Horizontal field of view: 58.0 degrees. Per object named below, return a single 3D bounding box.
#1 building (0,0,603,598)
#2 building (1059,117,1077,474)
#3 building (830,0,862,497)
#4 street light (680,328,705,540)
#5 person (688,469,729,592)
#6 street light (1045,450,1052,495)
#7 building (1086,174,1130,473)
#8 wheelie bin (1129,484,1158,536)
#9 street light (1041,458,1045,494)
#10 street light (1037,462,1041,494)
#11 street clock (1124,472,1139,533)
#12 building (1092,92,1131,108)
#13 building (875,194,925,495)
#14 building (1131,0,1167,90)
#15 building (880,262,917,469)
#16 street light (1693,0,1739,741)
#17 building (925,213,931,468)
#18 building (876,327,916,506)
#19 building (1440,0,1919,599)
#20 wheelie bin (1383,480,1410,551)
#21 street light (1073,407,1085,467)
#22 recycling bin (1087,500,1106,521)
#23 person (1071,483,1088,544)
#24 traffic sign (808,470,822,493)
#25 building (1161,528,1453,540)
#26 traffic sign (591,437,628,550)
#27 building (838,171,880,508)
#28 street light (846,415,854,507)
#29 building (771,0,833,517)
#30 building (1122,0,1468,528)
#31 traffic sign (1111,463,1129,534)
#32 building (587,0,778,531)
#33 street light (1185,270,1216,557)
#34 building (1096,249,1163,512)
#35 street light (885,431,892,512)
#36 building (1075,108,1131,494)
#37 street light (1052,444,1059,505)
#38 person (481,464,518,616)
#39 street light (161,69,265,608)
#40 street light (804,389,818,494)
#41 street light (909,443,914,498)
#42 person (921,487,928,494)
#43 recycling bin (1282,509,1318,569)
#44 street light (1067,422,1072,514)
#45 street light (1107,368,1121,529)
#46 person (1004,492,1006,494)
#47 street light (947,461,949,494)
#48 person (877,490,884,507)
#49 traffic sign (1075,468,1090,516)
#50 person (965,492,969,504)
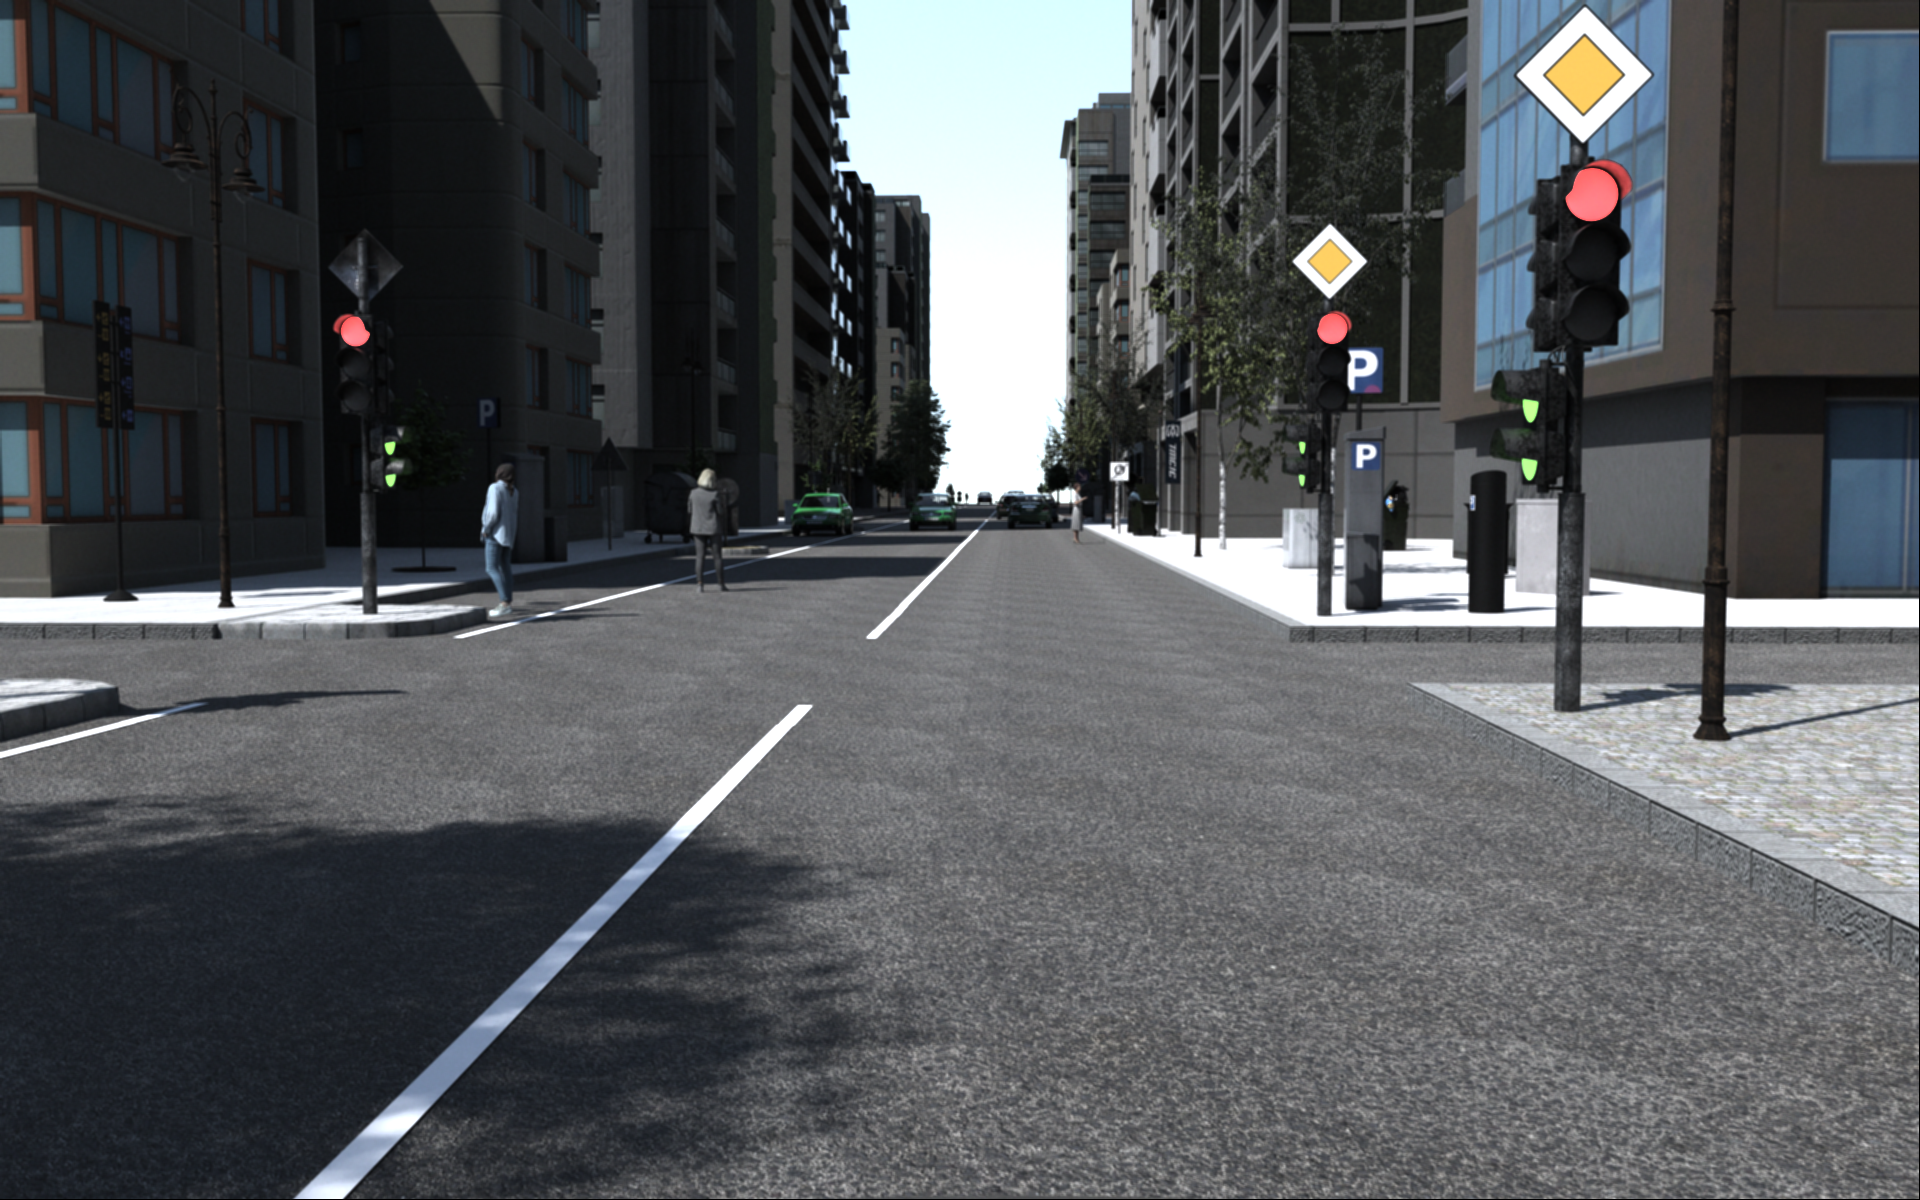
[{"bbox_3d":[-24.597,-11.652,35.557,27.650,21.520,28.899,0,4,2],"label":"building"},{"bbox_3d":[28.281,-39.664,237.739,28.713,52.752,27.495,0,4,2],"label":"building"},{"bbox_3d":[-20.127,-31.323,131.747,23.786,49.044,30.456,0,4,2],"label":"building"},{"bbox_3d":[-7.440,-4.621,48.336,0.468,5.910,1.993,0,4,2],"label":"street light"},{"bbox_3d":[-3.722,-1.027,25.467,0.537,1.800,0.526,1,4,22],"label":"person"},{"bbox_3d":[8.868,-12.021,169.331,0.468,5.910,1.993,0,4,2],"label":"street light"},{"bbox_3d":[18.592,-23.682,158.898,14.160,30.474,14.107,0,4,2],"label":"building"},{"bbox_3d":[5.637,-2.775,53.276,0.980,1.594,0.693,-2,4,-27],"label":"wheelie bin"},{"bbox_3d":[9.652,-13.622,195.508,0.468,5.910,1.993,0,4,2],"label":"street light"},{"bbox_3d":[10.521,-15.349,223.739,0.468,5.910,1.993,0,4,2],"label":"street light"},{"bbox_3d":[5.673,-3.233,57.435,0.471,2.002,0.358,1,4,23],"label":"street clock"},{"bbox_3d":[25.490,-36.047,208.980,23.786,49.044,30.456,0,4,2],"label":"building"},{"bbox_3d":[-12.421,-33.437,230.285,14.154,41.232,14.086,0,4,2],"label":"building"},{"bbox_3d":[24.869,-31.682,107.241,28.713,52.752,27.495,0,4,2],"label":"building"},{"bbox_3d":[-12.775,-27.198,216.394,14.160,30.474,14.107,0,4,2],"label":"building"},{"bbox_3d":[3.944,-2.209,8.906,0.468,5.910,1.993,0,4,2],"label":"street light"},{"bbox_3d":[-11.468,-34.324,244.790,14.154,41.232,14.086,0,4,2],"label":"building"},{"bbox_3d":[-19.614,-21.415,195.181,27.650,21.520,28.899,0,4,2],"label":"building"},{"bbox_3d":[16.374,-22.996,26.103,14.200,45.320,14.600,0,4,2],"label":"building"},{"bbox_3d":[9.843,-1.921,39.317,0.693,1.594,0.980,0,4,4],"label":"wheelie bin"},{"bbox_3d":[6.465,-7.319,92.452,0.468,5.910,1.993,0,4,2],"label":"street light"},{"bbox_3d":[6.509,-4.286,82.636,0.722,1.027,0.722,-1,4,-15],"label":"recycling bin"},{"bbox_3d":[3.467,-2.503,49.987,0.524,1.755,0.480,1,4,17],"label":"person"},{"bbox_3d":[-6.287,-4.462,75.088,0.606,2.300,0.079,0,4,4],"label":"traffic sign"},{"bbox_3d":[17.268,-37.558,52.323,20.563,71.187,20.611,0,4,2],"label":"building"},{"bbox_3d":[-7.998,-2.416,39.512,0.884,2.594,0.081,0,4,6],"label":"traffic sign"},{"bbox_3d":[-14.973,-23.407,154.408,14.160,30.474,14.107,0,4,2],"label":"building"},{"bbox_3d":[-6.040,-7.489,95.235,0.468,5.910,1.993,0,4,2],"label":"street light"},{"bbox_3d":[-19.535,-29.434,104.948,21.300,48.544,21.600,0,4,2],"label":"building"},{"bbox_3d":[18.683,-39.325,81.209,20.563,71.187,20.611,0,4,2],"label":"building"},{"bbox_3d":[5.141,-3.284,55.827,0.606,2.300,0.079,0,4,8],"label":"traffic sign"},{"bbox_3d":[-14.777,-23.273,64.109,14.154,41.232,14.086,0,4,2],"label":"building"},{"bbox_3d":[4.874,-3.823,35.293,0.468,5.910,1.993,0,4,2],"label":"street light"},{"bbox_3d":[25.287,-17.817,136.339,27.650,21.520,28.899,0,4,2],"label":"building"},{"bbox_3d":[-5.073,-9.273,124.395,0.468,5.910,1.993,0,4,2],"label":"street light"},{"bbox_3d":[19.432,-30.771,186.702,14.154,41.232,14.086,0,4,2],"label":"building"},{"bbox_3d":[7.921,-10.249,140.365,0.468,5.910,1.993,0,4,2],"label":"street light"},{"bbox_3d":[-5.431,-0.720,20.539,0.793,1.790,0.793,-1,4,-16],"label":"person"},{"bbox_3d":[-8.308,-2.853,19.435,0.468,5.910,1.993,0,4,2],"label":"street light"},{"bbox_3d":[-6.588,-6.344,76.509,0.468,5.910,1.993,0,4,2],"label":"street light"},{"bbox_3d":[-4.216,-10.996,152.567,0.468,5.910,1.993,0,4,2],"label":"street light"},{"bbox_3d":[-1.685,-4.528,82.874,0.623,1.781,0.721,-2,4,-27],"label":"person"},{"bbox_3d":[6.007,-1.068,30.013,0.722,1.027,0.722,0,4,0],"label":"recycling bin"},{"bbox_3d":[7.166,-8.496,111.692,0.468,5.910,1.993,0,4,2],"label":"street light"},{"bbox_3d":[5.664,-5.568,63.818,0.468,5.910,1.993,0,4,2],"label":"street light"},{"bbox_3d":[5.752,-13.013,221.925,0.551,1.740,0.621,-2,4,-26],"label":"person"},{"bbox_3d":[-1.660,-16.065,235.442,0.468,5.910,1.993,0,4,2],"label":"street light"},{"bbox_3d":[-8.250,-10.117,173.548,1.348,1.869,0.705,-1,4,-23],"label":"person"},{"bbox_3d":[6.082,-5.256,86.041,0.768,2.556,0.104,0,4,3],"label":"traffic sign"},{"bbox_3d":[0.965,-14.064,238.983,0.617,1.759,0.750,-1,4,-16],"label":"person"}]
